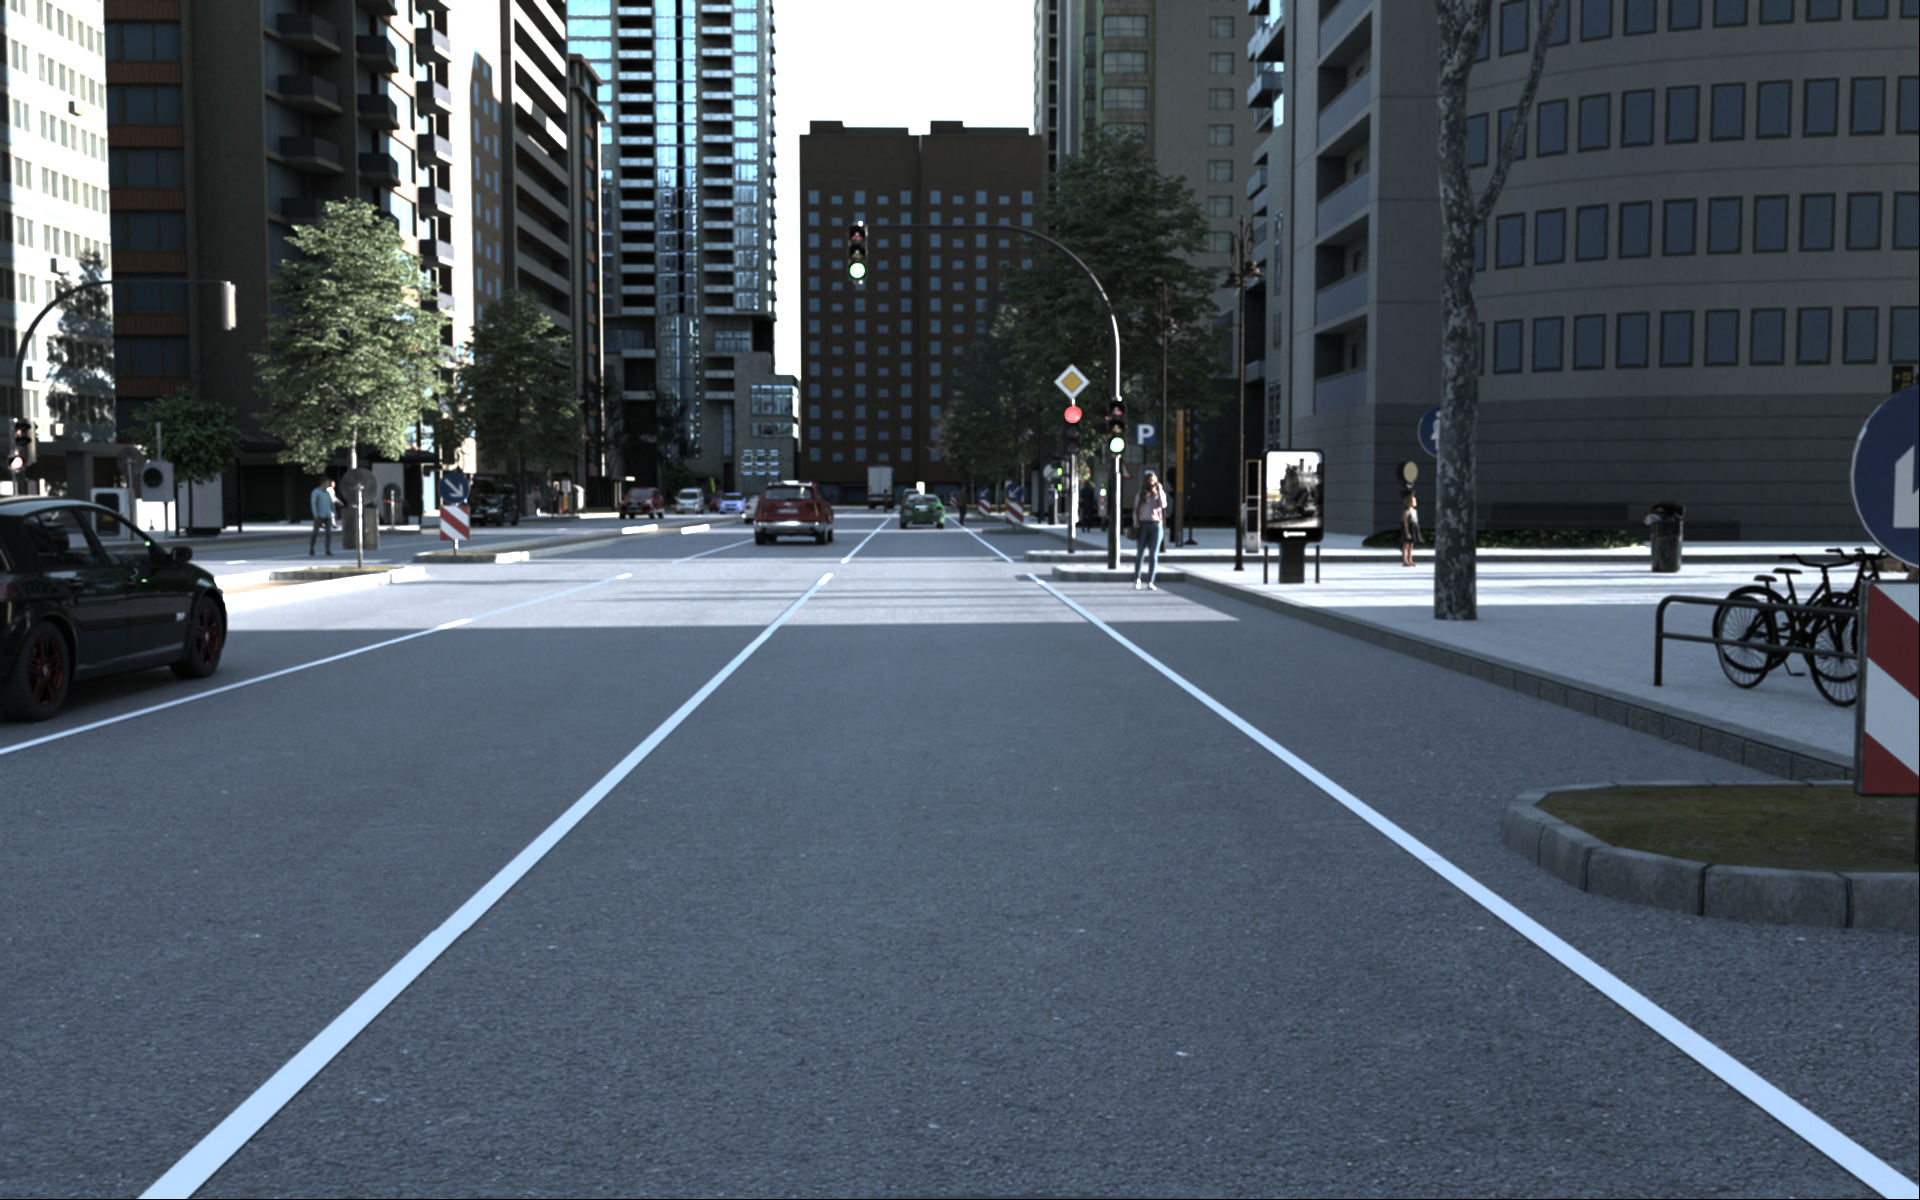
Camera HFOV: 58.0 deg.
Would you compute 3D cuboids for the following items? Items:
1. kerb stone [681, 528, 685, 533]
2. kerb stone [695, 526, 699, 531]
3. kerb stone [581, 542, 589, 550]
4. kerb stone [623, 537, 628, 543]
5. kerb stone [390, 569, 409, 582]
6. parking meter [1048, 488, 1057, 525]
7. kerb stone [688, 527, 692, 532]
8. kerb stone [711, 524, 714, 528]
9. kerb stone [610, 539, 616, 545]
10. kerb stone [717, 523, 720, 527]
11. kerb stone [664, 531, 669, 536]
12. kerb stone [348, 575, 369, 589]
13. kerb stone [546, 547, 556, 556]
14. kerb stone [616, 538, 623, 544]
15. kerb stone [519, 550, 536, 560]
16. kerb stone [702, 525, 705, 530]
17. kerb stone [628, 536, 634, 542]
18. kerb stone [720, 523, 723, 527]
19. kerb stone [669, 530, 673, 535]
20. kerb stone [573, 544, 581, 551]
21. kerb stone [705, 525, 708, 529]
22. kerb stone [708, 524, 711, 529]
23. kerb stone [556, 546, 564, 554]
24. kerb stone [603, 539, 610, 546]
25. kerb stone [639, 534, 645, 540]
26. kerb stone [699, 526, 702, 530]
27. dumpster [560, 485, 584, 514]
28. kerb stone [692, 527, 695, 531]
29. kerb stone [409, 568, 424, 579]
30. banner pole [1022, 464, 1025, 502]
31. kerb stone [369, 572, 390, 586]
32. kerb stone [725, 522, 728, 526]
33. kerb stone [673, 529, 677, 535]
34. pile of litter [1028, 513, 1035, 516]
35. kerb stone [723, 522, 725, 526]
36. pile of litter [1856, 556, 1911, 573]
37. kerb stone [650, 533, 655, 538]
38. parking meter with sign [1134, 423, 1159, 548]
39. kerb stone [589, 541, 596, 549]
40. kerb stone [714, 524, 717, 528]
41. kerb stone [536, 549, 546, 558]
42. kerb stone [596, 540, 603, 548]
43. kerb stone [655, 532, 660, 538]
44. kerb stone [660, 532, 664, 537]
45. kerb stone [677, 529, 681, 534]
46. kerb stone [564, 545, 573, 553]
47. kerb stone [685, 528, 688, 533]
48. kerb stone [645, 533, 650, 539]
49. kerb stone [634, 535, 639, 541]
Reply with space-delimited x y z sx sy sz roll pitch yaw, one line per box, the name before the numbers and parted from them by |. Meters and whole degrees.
kerb stone | -10.217 -2.488 62.869 0.120 0.150 1.000 0 4 -1
kerb stone | -10.319 -2.737 66.967 0.120 0.150 1.000 0 4 -1
kerb stone | -9.748 -1.361 44.449 0.120 0.150 1.000 0 4 -1
kerb stone | -9.907 -1.732 50.592 0.120 0.150 1.000 0 4 -1
kerb stone | -9.339 -0.386 28.560 0.120 0.150 1.000 0 4 -1
parking meter | 3.830 -3.864 71.589 0.372 1.533 0.369 0 3 0
kerb stone | -10.272 -2.613 64.923 0.120 0.150 1.000 0 4 -1
kerb stone | -10.458 -3.047 72.084 0.120 0.150 1.000 0 4 -1
kerb stone | -9.853 -1.610 48.539 0.120 0.150 1.000 0 4 -1
kerb stone | -10.505 -3.177 74.138 0.120 0.150 1.000 0 4 -1
kerb stone | -10.107 -2.238 58.779 0.120 0.150 1.000 0 4 -1
kerb stone | -9.300 -0.264 26.511 0.120 0.150 1.000 0 4 -1
kerb stone | -9.640 -1.108 40.342 0.120 0.150 1.000 0 4 -1
kerb stone | -9.871 -1.674 49.570 0.120 0.150 1.000 0 4 -1
kerb stone | -9.597 -0.984 38.290 0.120 0.150 1.000 0 4 -1
kerb stone | -10.370 -2.854 69.012 0.120 0.150 1.000 0 4 -1
kerb stone | -9.933 -1.797 51.618 0.120 0.150 1.000 0 4 -1
kerb stone | -10.530 -3.240 75.166 0.120 0.150 1.000 0 4 -1
kerb stone | -10.138 -2.292 59.804 0.120 0.150 1.000 0 4 -1
kerb stone | -9.728 -1.297 43.426 0.120 0.150 1.000 0 4 -1
kerb stone | -10.398 -2.926 70.039 0.120 0.150 1.000 0 4 -1
kerb stone | -10.431 -2.987 71.061 0.120 0.150 1.000 0 4 -1
kerb stone | -9.672 -1.172 41.364 0.120 0.150 1.000 0 4 -1
kerb stone | -9.820 -1.549 47.517 0.120 0.150 1.000 0 4 -1
kerb stone | -9.987 -1.921 53.667 0.120 0.150 1.000 0 4 -1
kerb stone | -10.354 -2.798 67.989 0.120 0.150 1.000 0 4 -1
dumpster | -24.791 -6.418 110.692 1.264 1.857 1.865 0 4 -2
kerb stone | -10.296 -2.676 65.945 0.120 0.150 1.000 0 4 -1
kerb stone | -9.364 -0.452 29.582 0.120 0.150 1.000 0 4 -1
banner pole | 4.026 -7.365 110.441 0.401 3.779 0.863 -1 4 -10
kerb stone | -9.317 -0.327 27.538 0.120 0.150 1.000 0 4 -1
kerb stone | -10.583 -3.365 77.210 0.120 0.150 1.000 0 4 -1
kerb stone | -10.168 -2.361 60.825 0.120 0.150 1.000 0 4 -1
pile of litter | 4.556 -5.436 102.836 1.176 0.858 1.719 2 4 27
kerb stone | -10.558 -3.302 76.188 0.120 0.150 1.000 0 4 -1
pile of litter | 15.584 -0.910 28.840 1.176 0.858 1.719 2 4 31
kerb stone | -10.041 -2.046 55.711 0.120 0.150 1.000 0 4 -1
parking meter with sign | 4.548 -2.793 41.928 0.543 3.016 1.738 0 4 2
kerb stone | -9.775 -1.424 45.472 0.120 0.150 1.000 0 4 -1
kerb stone | -10.480 -3.114 73.116 0.120 0.150 1.000 0 4 -1
kerb stone | -9.618 -1.047 39.320 0.120 0.150 1.000 0 4 -1
kerb stone | -9.804 -1.486 46.494 0.120 0.150 1.000 0 4 -1
kerb stone | -10.056 -2.112 56.733 0.120 0.150 1.000 0 4 -1
kerb stone | -10.093 -2.167 57.757 0.120 0.150 1.000 0 4 -1
kerb stone | -10.192 -2.425 61.847 0.120 0.150 1.000 0 4 -1
kerb stone | -9.698 -1.235 42.399 0.120 0.150 1.000 0 4 -1
kerb stone | -10.243 -2.550 63.891 0.120 0.150 1.000 0 4 -1
kerb stone | -10.015 -1.980 54.690 0.120 0.150 1.000 0 4 -1
kerb stone | -9.961 -1.862 52.645 0.120 0.150 1.000 0 4 -1
